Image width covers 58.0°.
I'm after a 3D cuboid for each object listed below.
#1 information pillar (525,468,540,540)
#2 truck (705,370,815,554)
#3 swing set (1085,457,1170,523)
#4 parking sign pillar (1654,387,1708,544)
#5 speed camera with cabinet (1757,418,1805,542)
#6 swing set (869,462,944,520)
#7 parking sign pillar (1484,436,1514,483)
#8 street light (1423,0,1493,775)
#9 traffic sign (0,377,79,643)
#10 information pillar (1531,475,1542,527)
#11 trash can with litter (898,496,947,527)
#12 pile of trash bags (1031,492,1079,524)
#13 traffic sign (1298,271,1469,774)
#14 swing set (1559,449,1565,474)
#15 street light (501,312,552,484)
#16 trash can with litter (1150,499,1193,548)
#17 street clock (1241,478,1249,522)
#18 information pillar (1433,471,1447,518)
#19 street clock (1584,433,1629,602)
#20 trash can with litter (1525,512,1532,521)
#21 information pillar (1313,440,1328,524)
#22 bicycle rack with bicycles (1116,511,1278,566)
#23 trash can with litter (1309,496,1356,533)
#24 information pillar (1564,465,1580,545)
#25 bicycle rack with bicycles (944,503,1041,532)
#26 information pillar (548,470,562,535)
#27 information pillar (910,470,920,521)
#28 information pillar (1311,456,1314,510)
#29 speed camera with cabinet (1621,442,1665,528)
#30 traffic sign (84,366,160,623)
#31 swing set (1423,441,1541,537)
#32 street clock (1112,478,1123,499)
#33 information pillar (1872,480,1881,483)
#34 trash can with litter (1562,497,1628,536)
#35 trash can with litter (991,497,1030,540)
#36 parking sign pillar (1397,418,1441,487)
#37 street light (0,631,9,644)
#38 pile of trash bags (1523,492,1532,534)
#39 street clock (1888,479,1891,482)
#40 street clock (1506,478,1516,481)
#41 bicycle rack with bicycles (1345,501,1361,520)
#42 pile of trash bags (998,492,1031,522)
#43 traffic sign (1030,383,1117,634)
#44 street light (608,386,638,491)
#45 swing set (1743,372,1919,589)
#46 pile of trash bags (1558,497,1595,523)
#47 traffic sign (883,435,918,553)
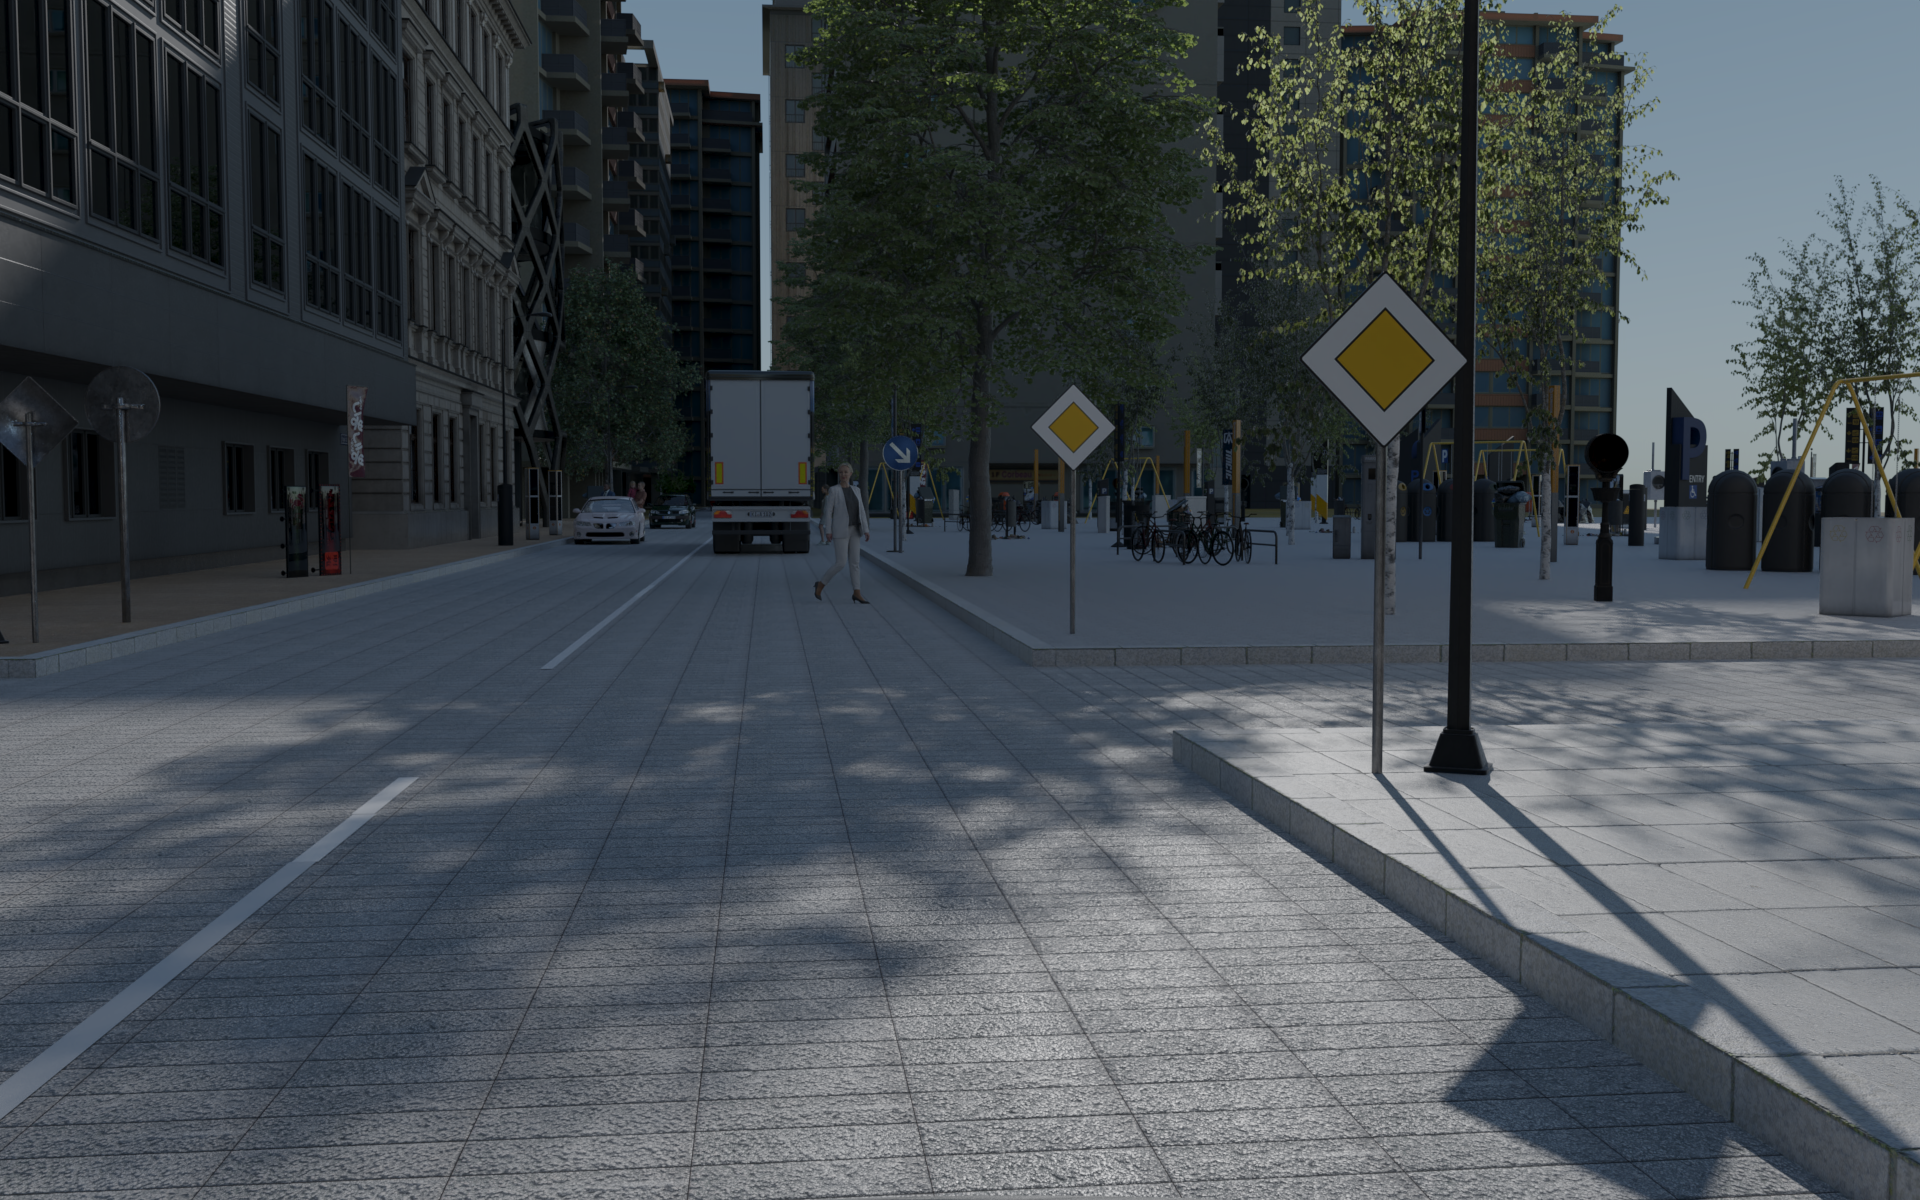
[{"bbox_3d":[-11.963,-2.688,48.437,0.304,2.012,0.304,-2,4,-34],"label":"information pillar"},{"bbox_3d":[-5.163,-3.429,44.974,2.839,4.237,11.283,0,4,-6],"label":"truck"},{"bbox_3d":[7.417,-4.725,74.879,2.862,2.851,3.119,-2,4,-28],"label":"swing set"},{"bbox_3d":[18.507,-3.404,44.134,1.447,3.967,1.447,-3,4,-37],"label":"parking sign pillar"},{"bbox_3d":[21.452,-3.152,45.871,0.660,3.252,2.038,-1,4,-11],"label":"speed camera with cabinet"},{"bbox_3d":[-2.683,-5.357,85.201,3.119,2.851,2.862,3,4,38],"label":"swing set"},{"bbox_3d":[25.062,-5.634,80.580,1.447,3.967,1.447,-1,4,-17],"label":"parking sign pillar"},{"bbox_3d":[1.783,-2.159,7.838,1.470,5.913,1.316,0,4,-6],"label":"street light"},{"bbox_3d":[-7.962,-0.686,14.859,0.795,2.450,0.064,0,4,-6],"label":"traffic sign"},{"bbox_3d":[22.284,-3.817,66.900,0.304,2.012,0.304,2,4,35],"label":"information pillar"},{"bbox_3d":[-1.651,-3.479,67.934,1.678,1.210,2.233,-2,4,-32],"label":"trash can with litter"},{"bbox_3d":[4.255,-4.048,75.943,1.912,1.369,3.447,0,4,4],"label":"pile of trash bags"},{"bbox_3d":[1.914,-0.260,7.901,0.795,2.450,0.064,0,4,-6],"label":"traffic sign"},{"bbox_3d":[19.545,-3.864,60.798,3.119,2.851,2.862,3,4,37],"label":"swing set"},{"bbox_3d":[-11.105,-4.388,44.284,1.470,5.913,1.316,0,4,-6],"label":"street light"},{"bbox_3d":[5.006,-1.842,41.509,1.055,1.170,0.624,0,4,-4],"label":"trash can with litter"},{"bbox_3d":[13.106,-4.623,80.157,0.471,2.002,0.358,1,4,18],"label":"street clock"},{"bbox_3d":[14.971,-3.034,54.103,0.304,2.012,0.304,-2,4,-25],"label":"information pillar"},{"bbox_3d":[7.704,-0.986,20.687,0.471,2.002,0.358,1,4,10],"label":"street clock"},{"bbox_3d":[27.297,-4.431,83.509,2.233,1.210,1.678,-2,4,-32],"label":"trash can with litter"},{"bbox_3d":[15.547,-5.071,74.260,0.504,3.616,0.183,2,4,27],"label":"information pillar"},{"bbox_3d":[4.638,-1.145,32.097,2.852,0.926,2.925,-1,4,-10],"label":"bicycle rack with bicycles"},{"bbox_3d":[12.433,-2.833,57.385,1.678,1.210,2.233,-1,4,-22],"label":"trash can with litter"},{"bbox_3d":[15.402,-2.393,43.610,0.304,2.012,0.304,0,4,7],"label":"information pillar"},{"bbox_3d":[0.716,-2.802,59.192,2.852,0.926,2.925,-2,4,-28],"label":"bicycle rack with bicycles"},{"bbox_3d":[-12.574,-3.017,53.819,0.304,2.012,0.304,1,4,18],"label":"information pillar"},{"bbox_3d":[-2.104,-5.508,81.403,0.504,3.616,0.183,0,4,-2],"label":"information pillar"},{"bbox_3d":[17.866,-5.845,86.919,0.504,3.616,0.183,2,4,26],"label":"information pillar"},{"bbox_3d":[25.790,-4.374,65.857,2.038,3.252,0.660,-1,4,-8],"label":"speed camera with cabinet"},{"bbox_3d":[-8.329,-1.047,17.230,0.768,2.556,0.104,0,4,3],"label":"traffic sign"},{"bbox_3d":[15.287,-3.308,51.710,3.119,2.851,2.862,3,5,39],"label":"swing set"},{"bbox_3d":[7.053,-4.465,77.568,0.471,2.002,0.358,0,4,8],"label":"street clock"},{"bbox_3d":[48.174,-5.299,91.127,0.304,2.012,0.304,-3,4,-36],"label":"information pillar"},{"bbox_3d":[19.543,-2.558,52.882,2.233,1.210,1.678,1,4,12],"label":"trash can with litter"},{"bbox_3d":[1.189,-2.348,49.442,1.678,1.210,2.233,2,4,27],"label":"trash can with litter"},{"bbox_3d":[16.497,-4.462,61.423,1.447,3.967,1.447,-3,5,-42],"label":"parking sign pillar"},{"bbox_3d":[-7.809,-2.578,14.694,1.470,5.913,1.316,0,4,-6],"label":"street light"},{"bbox_3d":[16.768,-2.837,56.129,1.912,1.369,3.447,-1,4,-14],"label":"pile of trash bags"},{"bbox_3d":[43.567,-4.672,80.963,0.471,2.002,0.358,-3,5,-43],"label":"street clock"},{"bbox_3d":[25.222,-4.571,79.301,0.471,2.002,0.358,-2,4,-32],"label":"street clock"},{"bbox_3d":[20.448,-4.507,87.067,2.852,0.926,2.925,-1,4,-11],"label":"bicycle rack with bicycles"},{"bbox_3d":[2.905,-4.417,81.969,1.912,1.369,3.447,-3,4,-36],"label":"pile of trash bags"},{"bbox_3d":[1.029,-0.746,15.838,0.795,2.450,0.064,0,4,-6],"label":"traffic sign"},{"bbox_3d":[-14.485,-6.219,74.221,1.470,5.913,1.316,0,4,-6],"label":"street light"},{"bbox_3d":[12.282,-1.517,22.423,2.862,2.851,3.119,-1,4,-11],"label":"swing set"},{"bbox_3d":[26.558,-4.124,77.185,1.912,1.369,3.447,-3,5,-39],"label":"pile of trash bags"},{"bbox_3d":[-1.295,-2.295,37.631,0.768,2.556,0.104,0,4,-3],"label":"traffic sign"}]
